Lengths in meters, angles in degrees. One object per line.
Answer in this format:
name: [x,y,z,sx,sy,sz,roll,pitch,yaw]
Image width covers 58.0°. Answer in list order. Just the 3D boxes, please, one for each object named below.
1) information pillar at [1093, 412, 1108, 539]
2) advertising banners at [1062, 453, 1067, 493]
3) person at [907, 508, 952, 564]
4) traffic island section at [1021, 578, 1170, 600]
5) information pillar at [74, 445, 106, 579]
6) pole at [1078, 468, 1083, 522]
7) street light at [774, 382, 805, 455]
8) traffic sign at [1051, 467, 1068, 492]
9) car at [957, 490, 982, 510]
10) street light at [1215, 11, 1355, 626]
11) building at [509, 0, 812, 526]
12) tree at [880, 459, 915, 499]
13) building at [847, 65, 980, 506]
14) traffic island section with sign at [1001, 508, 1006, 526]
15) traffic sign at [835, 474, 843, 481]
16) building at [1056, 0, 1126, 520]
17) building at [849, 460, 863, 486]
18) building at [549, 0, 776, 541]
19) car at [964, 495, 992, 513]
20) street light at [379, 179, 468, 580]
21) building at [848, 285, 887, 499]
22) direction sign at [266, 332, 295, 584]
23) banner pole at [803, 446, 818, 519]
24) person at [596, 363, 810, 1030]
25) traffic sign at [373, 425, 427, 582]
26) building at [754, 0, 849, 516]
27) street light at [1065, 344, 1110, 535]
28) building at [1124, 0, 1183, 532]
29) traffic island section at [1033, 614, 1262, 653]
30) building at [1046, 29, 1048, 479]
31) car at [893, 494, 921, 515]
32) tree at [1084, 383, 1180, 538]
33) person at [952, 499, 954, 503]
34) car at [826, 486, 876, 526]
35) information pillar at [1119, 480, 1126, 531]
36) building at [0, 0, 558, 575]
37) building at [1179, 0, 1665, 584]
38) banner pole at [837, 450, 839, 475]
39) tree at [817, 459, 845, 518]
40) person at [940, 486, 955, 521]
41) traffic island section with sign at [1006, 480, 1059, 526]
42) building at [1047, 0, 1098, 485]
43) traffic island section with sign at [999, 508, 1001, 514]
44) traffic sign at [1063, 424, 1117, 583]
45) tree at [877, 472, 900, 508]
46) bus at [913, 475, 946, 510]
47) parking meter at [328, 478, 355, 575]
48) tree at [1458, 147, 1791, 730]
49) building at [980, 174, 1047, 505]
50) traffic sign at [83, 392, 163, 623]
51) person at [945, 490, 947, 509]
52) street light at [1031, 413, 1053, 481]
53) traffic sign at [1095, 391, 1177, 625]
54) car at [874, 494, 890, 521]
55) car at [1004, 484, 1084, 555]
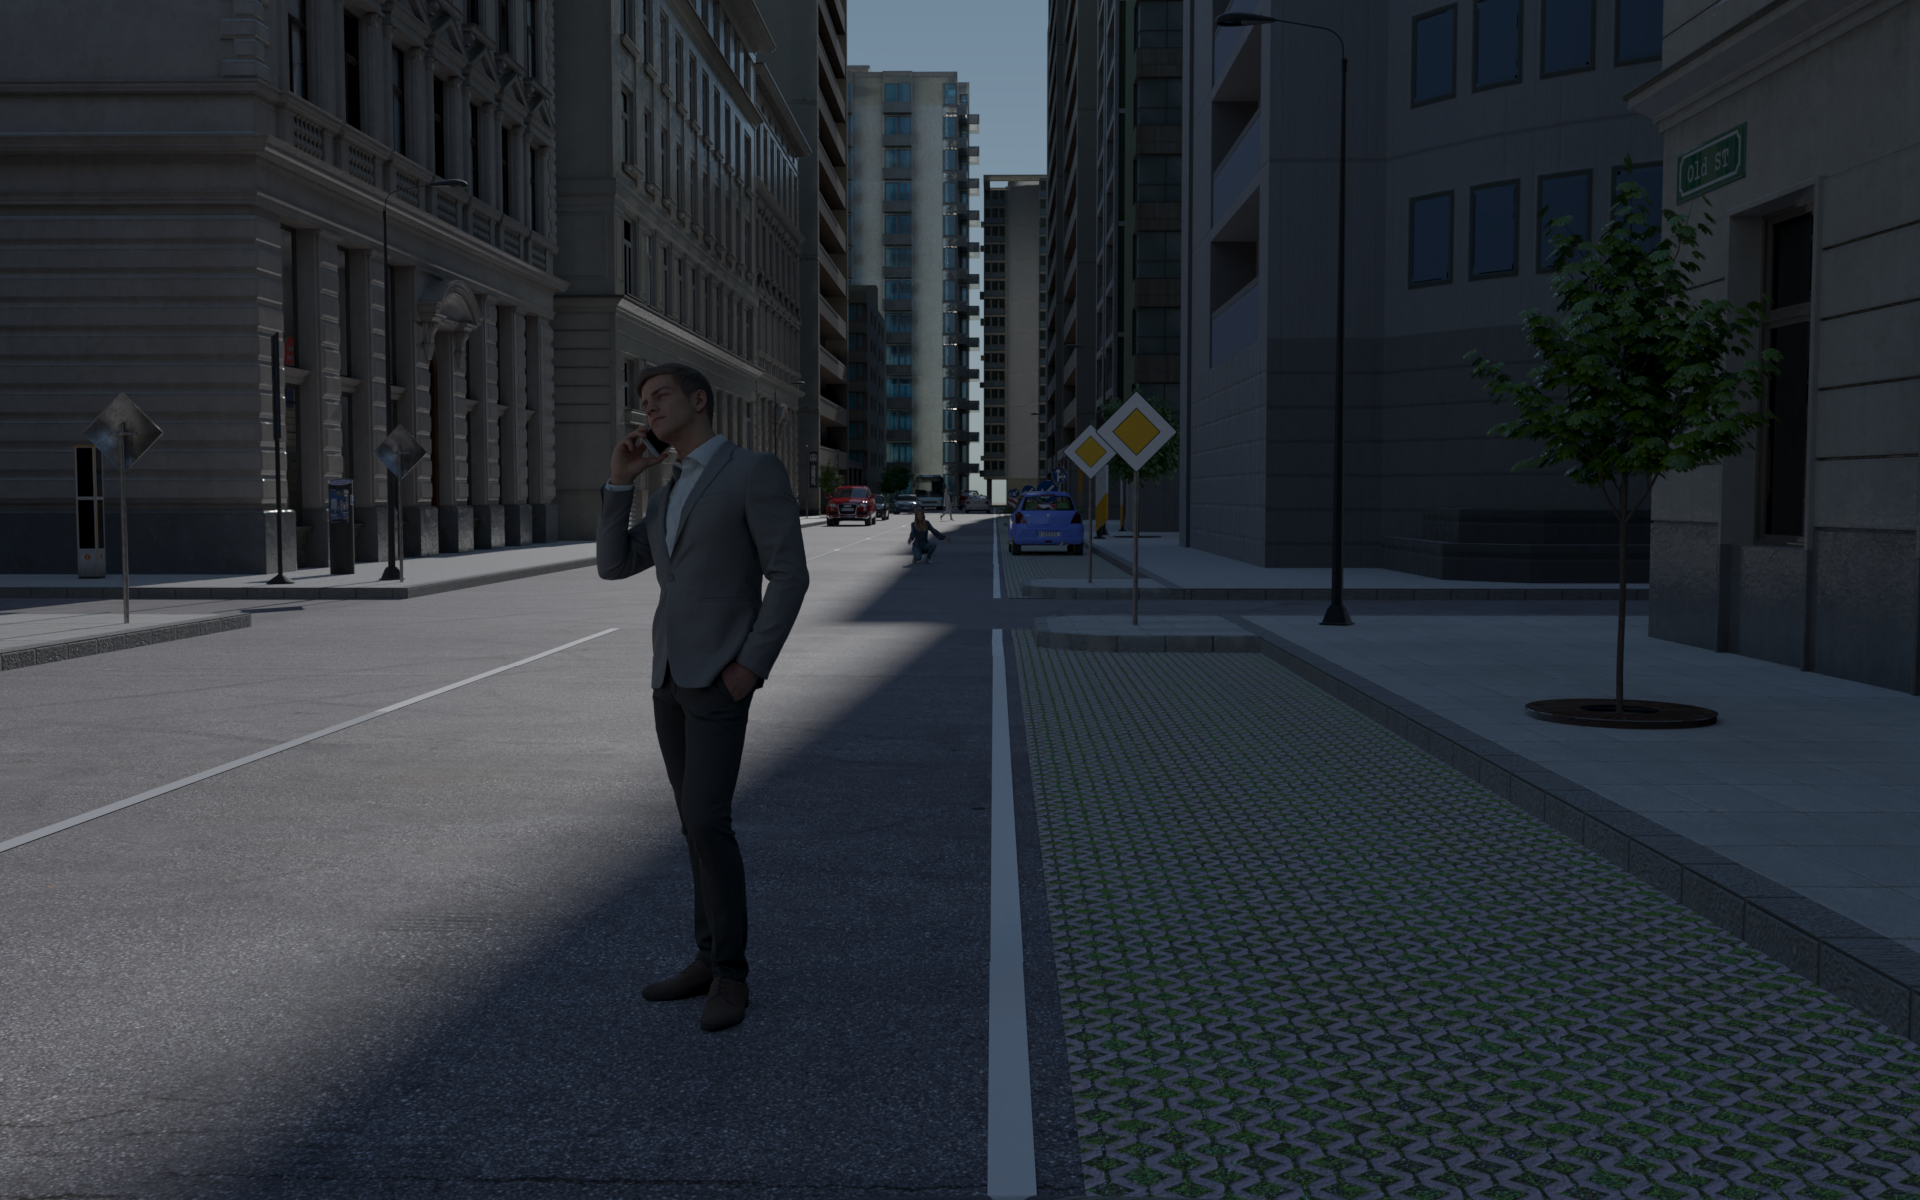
information pillar: [4.034,-3.546,49.326,0.183,3.616,0.504,-2,4,-34]
advertising banners: [4.456,-4.748,73.815,0.090,3.025,2.074,0,4,-1]
person: [-0.672,-1.326,35.680,1.012,1.151,0.738,-1,4,-14]
traffic island section: [1.898,-0.166,24.987,2.009,0.180,2.903,0,4,1]
information pillar: [-13.165,-1.328,26.212,0.304,2.012,0.304,0,4,-5]
pole: [4.999,-4.771,71.847,0.158,3.312,0.155,0,3,0]
street light: [-7.106,-6.069,71.762,1.470,5.913,1.316,0,4,1]
traffic sign: [4.724,-5.024,82.248,0.768,2.556,0.104,1,4,9]
car: [0.891,-9.085,157.220,2.281,1.827,5.304,0,4,2]
street light: [3.161,-2.710,16.849,1.470,5.913,1.316,0,4,1]
building: [-13.867,-15.735,86.150,11.050,23.489,19.941,0,4,1]
tree: [-5.890,-11.016,163.821,4.285,4.588,4.351,0,3,0]
building: [-12.991,-35.275,196.361,30.456,49.044,23.786,0,4,1]
traffic island section with sign: [2.941,-4.191,77.144,1.989,1.847,2.006,0,4,1]
traffic sign: [-6.820,-5.791,95.864,0.795,2.450,0.064,0,4,2]
building: [15.644,-39.748,88.127,20.563,71.187,20.611,0,4,1]
building: [-18.016,-42.390,131.330,20.563,71.187,20.611,0,4,1]
building: [-16.348,-13.938,61.166,16.112,22.955,30.059,0,4,1]
car: [1.339,-7.169,129.578,2.083,1.381,4.827,0,4,1]
street light: [-7.964,-3.253,25.734,1.470,5.913,1.316,0,4,1]
building: [-22.142,-19.367,161.687,28.899,21.520,27.650,0,4,1]
direction sign: [-9.718,-1.998,24.667,0.379,3.537,0.876,-2,4,-26]
banner pole: [-7.740,-6.103,89.805,0.863,3.779,0.401,1,4,23]
person: [-0.729,0.234,4.850,0.473,1.802,0.592,-2,4,-32]
traffic sign: [-8.117,-1.314,25.128,0.795,2.450,0.064,0,4,1]
building: [-18.716,-29.801,110.941,21.300,48.544,21.600,0,4,1]
street light: [3.948,-4.971,53.822,1.470,5.913,1.316,0,4,1]
building: [12.993,-17.884,64.105,14.160,30.474,14.107,0,4,1]
traffic island section: [1.740,0.323,17.004,2.009,0.180,2.903,0,4,1]
building: [15.719,-31.603,166.820,14.600,45.320,14.200,0,4,1]
car: [-3.740,-6.784,122.921,2.014,1.417,4.499,0,4,3]
tree: [5.237,-4.137,51.361,4.285,4.588,4.351,0,3,0]
person: [-0.908,-8.211,146.004,1.065,1.426,0.557,3,5,40]
car: [-4.969,-4.341,79.647,2.281,1.827,5.304,0,4,1]
information pillar: [5.635,-4.186,59.790,0.183,3.616,0.504,1,4,20]
building: [-15.644,-12.679,36.177,11.050,23.489,19.941,0,4,1]
building: [19.370,-29.998,32.460,28.212,58.520,21.231,0,4,1]
banner pole: [-6.953,-6.644,98.646,0.401,3.779,0.863,0,4,2]
tree: [-7.037,-6.111,94.521,1.663,3.219,1.824,0,3,0]
person: [-0.685,-5.190,93.232,0.818,1.842,0.514,1,4,15]
traffic island section with sign: [2.400,-2.542,50.194,1.989,1.847,2.006,0,4,1]
building: [17.736,-31.190,133.665,21.300,48.544,21.600,0,4,1]
traffic island section with sign: [3.925,-7.223,126.722,1.989,1.847,2.006,0,4,1]
traffic sign: [1.874,-1.301,24.910,0.795,2.450,0.064,0,4,1]
tree: [-6.357,-9.927,156.902,1.663,3.219,1.824,0,3,0]
bus: [-2.749,-9.966,157.803,2.948,3.499,13.247,0,4,-1]
parking meter: [-9.888,-1.179,27.686,0.372,1.533,0.369,0,3,0]
tree: [3.651,-0.931,9.829,1.663,3.219,1.824,0,3,0]
building: [14.305,-31.049,199.524,23.993,40.220,32.217,0,4,1]
traffic sign: [-8.275,-0.826,17.144,0.795,2.450,0.064,0,4,1]
person: [-1.302,-9.999,171.981,0.705,1.824,1.348,2,4,27]
street light: [4.754,-7.751,99.272,1.470,5.913,1.316,0,4,1]
traffic sign: [1.717,-0.812,16.927,0.795,2.450,0.064,0,4,1]
car: [-4.822,-5.197,94.754,2.009,1.686,4.222,0,4,1]
car: [2.026,-1.952,41.508,1.945,1.707,3.694,0,4,0]
